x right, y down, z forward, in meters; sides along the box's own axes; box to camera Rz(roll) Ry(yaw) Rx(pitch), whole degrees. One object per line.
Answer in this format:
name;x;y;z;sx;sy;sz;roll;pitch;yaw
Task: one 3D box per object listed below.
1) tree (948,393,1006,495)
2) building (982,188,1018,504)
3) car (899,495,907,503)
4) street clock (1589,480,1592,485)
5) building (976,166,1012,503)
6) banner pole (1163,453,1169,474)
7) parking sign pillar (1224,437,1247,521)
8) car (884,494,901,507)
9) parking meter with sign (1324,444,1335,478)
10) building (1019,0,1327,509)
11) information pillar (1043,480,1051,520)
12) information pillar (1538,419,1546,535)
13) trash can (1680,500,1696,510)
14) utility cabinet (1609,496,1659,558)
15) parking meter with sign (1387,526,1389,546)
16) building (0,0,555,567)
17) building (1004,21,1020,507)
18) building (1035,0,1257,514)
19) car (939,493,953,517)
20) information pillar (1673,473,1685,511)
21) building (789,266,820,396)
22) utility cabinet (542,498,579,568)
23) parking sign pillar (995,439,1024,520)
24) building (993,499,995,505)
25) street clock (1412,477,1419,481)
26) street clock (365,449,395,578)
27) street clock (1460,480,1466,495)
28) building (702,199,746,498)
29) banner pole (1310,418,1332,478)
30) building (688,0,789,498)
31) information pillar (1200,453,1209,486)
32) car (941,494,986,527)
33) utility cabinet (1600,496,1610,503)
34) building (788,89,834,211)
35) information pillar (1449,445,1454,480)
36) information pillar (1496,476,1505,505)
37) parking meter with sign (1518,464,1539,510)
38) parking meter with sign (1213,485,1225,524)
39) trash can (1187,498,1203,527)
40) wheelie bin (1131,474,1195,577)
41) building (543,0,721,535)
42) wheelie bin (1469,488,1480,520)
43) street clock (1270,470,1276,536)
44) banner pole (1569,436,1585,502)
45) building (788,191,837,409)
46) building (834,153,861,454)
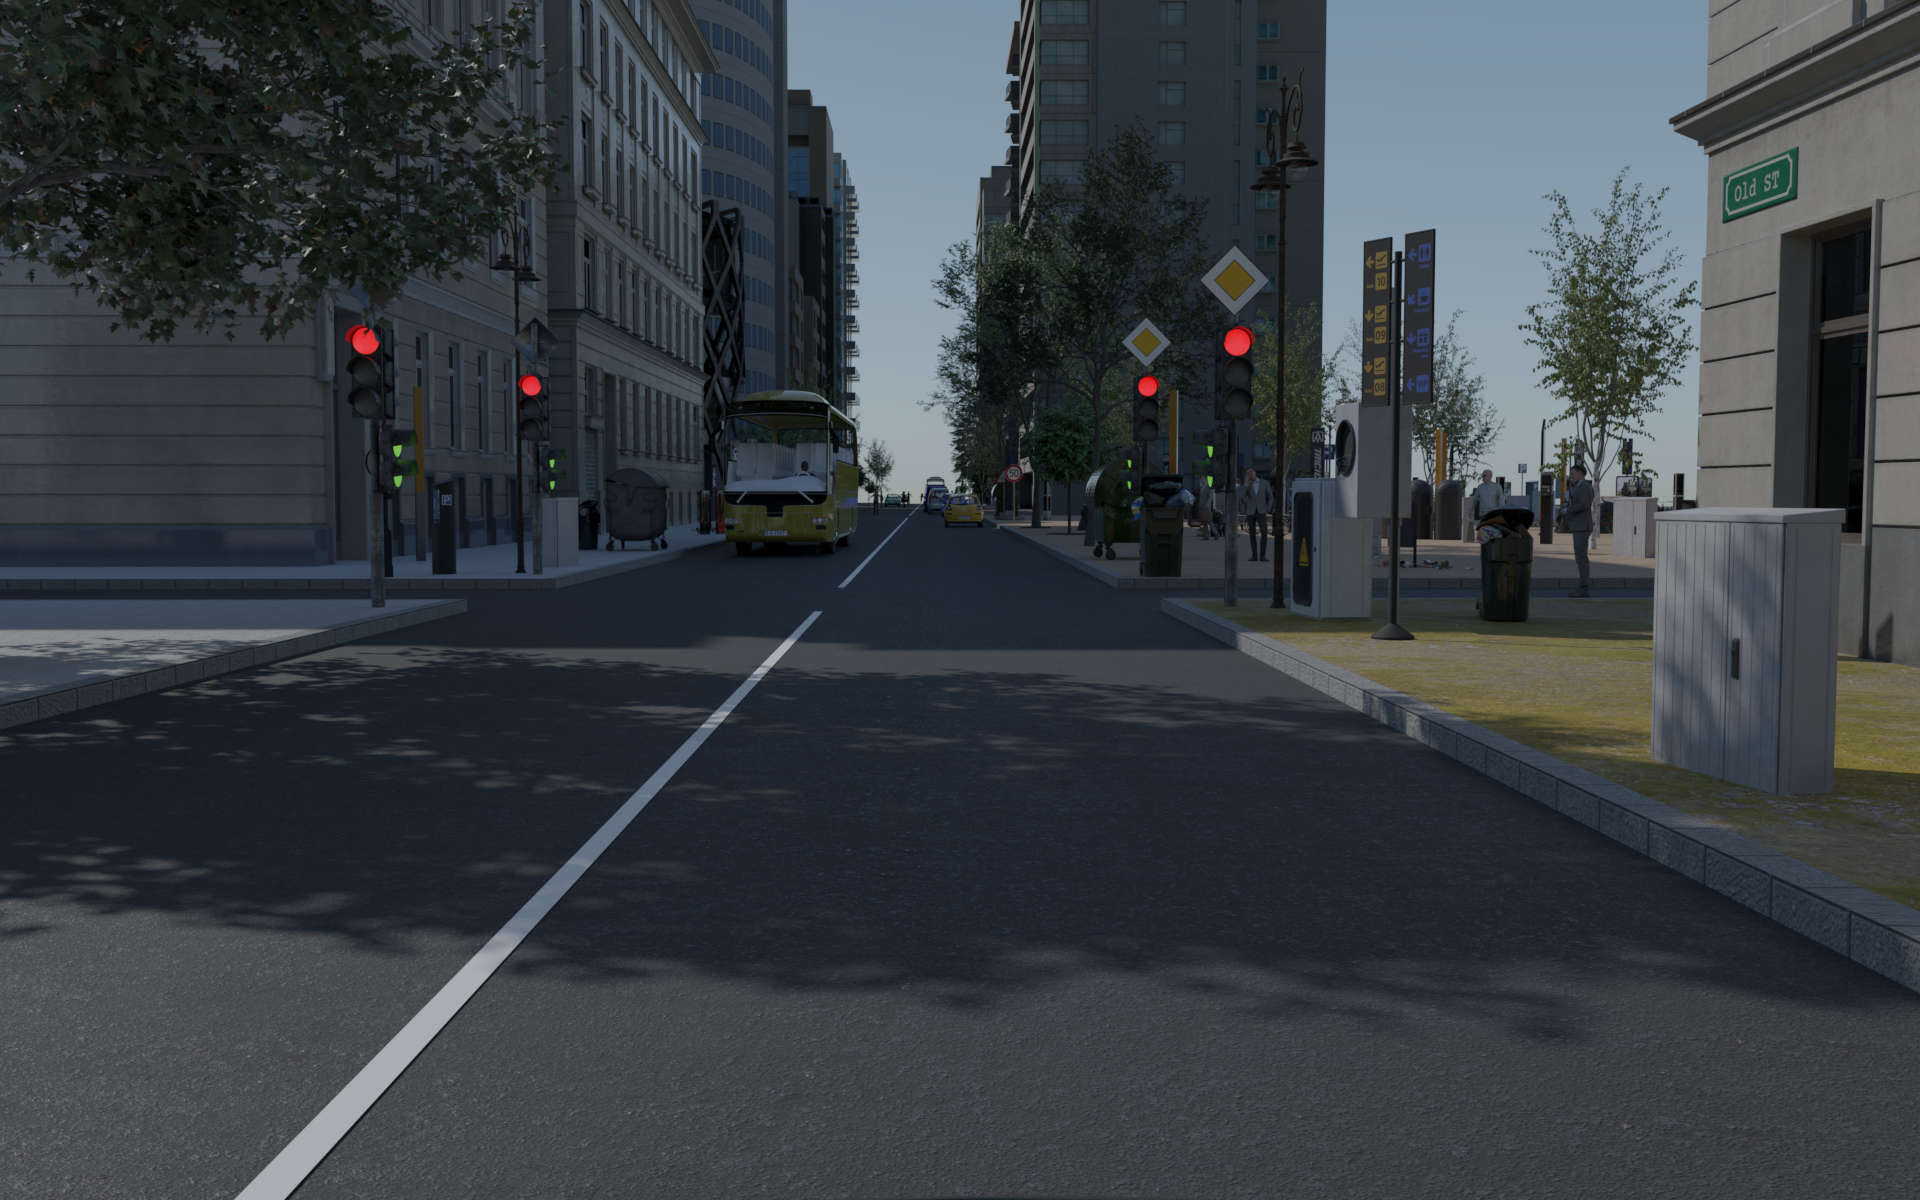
tree;2.035;-16.673;190.736;7.486;12.596;7.792;0;3;0
building;9.984;-33.643;233.664;14.154;41.232;14.086;0;4;-1
car;-8.269;-14.564;250.707;1.945;1.354;3.894;0;4;-2
street clock;32.036;-5.101;87.969;0.471;2.002;0.358;2;4;23
building;13.242;-38.386;251.308;21.300;48.544;21.600;0;4;-1
banner pole;11.093;-6.255;92.283;0.401;3.779;0.863;-3;5;-39
parking sign pillar;12.937;-5.708;81.801;1.447;3.967;1.447;-1;4;-16
car;-7.580;-11.385;194.944;1.959;1.807;4.718;0;4;0
parking meter with sign;12.408;-3.887;59.817;0.543;3.016;1.738;2;4;29
building;15.858;-31.311;135.640;21.300;48.544;21.600;0;4;-1
information pillar;4.269;-4.925;85.011;0.304;2.012;0.304;3;5;39
information pillar;18.121;-3.823;53.868;0.183;3.616;0.504;2;4;25
trash can;18.620;-1.971;43.873;0.748;1.137;0.748;0;3;0
utility cabinet;13.667;-1.463;35.088;0.306;1.237;1.020;-1;4;-17
parking meter with sign;10.836;-2.844;42.753;0.543;3.016;1.738;1;4;19
building;-17.765;-15.499;39.308;13.634;28.700;20.117;0;4;-1
building;15.413;-30.967;160.938;22.147;44.769;28.867;0;4;-1
building;12.022;-26.568;117.985;14.154;41.232;14.086;0;4;-1
car;-0.342;-6.153;110.200;1.945;1.707;3.694;0;4;-1
information pillar;25.187;-3.439;60.721;0.304;2.012;0.304;0;4;7
building;-26.535;-18.377;145.498;27.650;21.520;28.899;0;4;-1
utility cabinet;-7.086;-1.195;30.705;0.306;1.237;1.020;1;4;8
parking sign pillar;2.462;-5.935;85.504;1.447;3.967;1.447;0;4;1
building;20.290;-31.961;214.446;32.217;40.220;23.993;0;4;-1
street clock;19.479;-4.251;74.081;0.358;2.002;0.471;2;4;24
street clock;-8.874;-1.350;26.649;0.471;2.002;0.358;2;4;23
street clock;26.670;-5.360;92.212;0.471;2.002;0.358;-2;4;-35
building;-19.587;-13.516;88.432;16.820;18.784;16.811;0;4;-1
banner pole;12.024;-4.125;57.460;0.863;3.779;0.401;0;4;5
building;-23.175;-35.101;115.899;21.231;58.520;28.212;0;4;-1
information pillar;14.034;-6.611;99.436;0.504;3.616;0.183;-1;4;-11
car;0.157;-4.018;75.921;2.015;1.641;3.980;0;4;-1
utility cabinet;22.282;-2.936;59.172;0.306;1.237;1.020;-2;4;-33
building;-21.528;-33.390;196.042;14.600;45.320;14.200;0;4;-1
information pillar;22.803;-5.446;80.392;0.183;3.616;0.504;0;4;3
information pillar;22.517;-4.142;72.206;0.304;2.012;0.304;0;4;-4
parking meter with sign;32.505;-6.251;98.468;0.543;3.016;1.738;-1;4;-21
parking meter with sign;10.821;-4.661;72.464;0.543;3.016;1.738;0;4;2
trash can;9.073;-3.370;66.759;0.748;1.137;0.748;0;3;0
wheelie bin;3.171;-1.163;26.919;0.980;1.594;0.693;0;4;-1
building;-18.723;-14.142;64.513;16.112;22.955;30.059;0;4;-1
wheelie bin;25.504;-4.722;85.107;0.980;1.594;0.693;2;4;30
street clock;9.609;-2.943;52.684;0.358;2.002;0.471;2;4;26
banner pole;26.502;-5.174;74.617;0.863;3.779;0.401;0;4;-6
building;-19.341;-24.202;167.410;14.160;30.474;14.107;0;4;-1
building;-25.462;-38.138;243.170;23.786;49.044;30.456;0;4;-1
